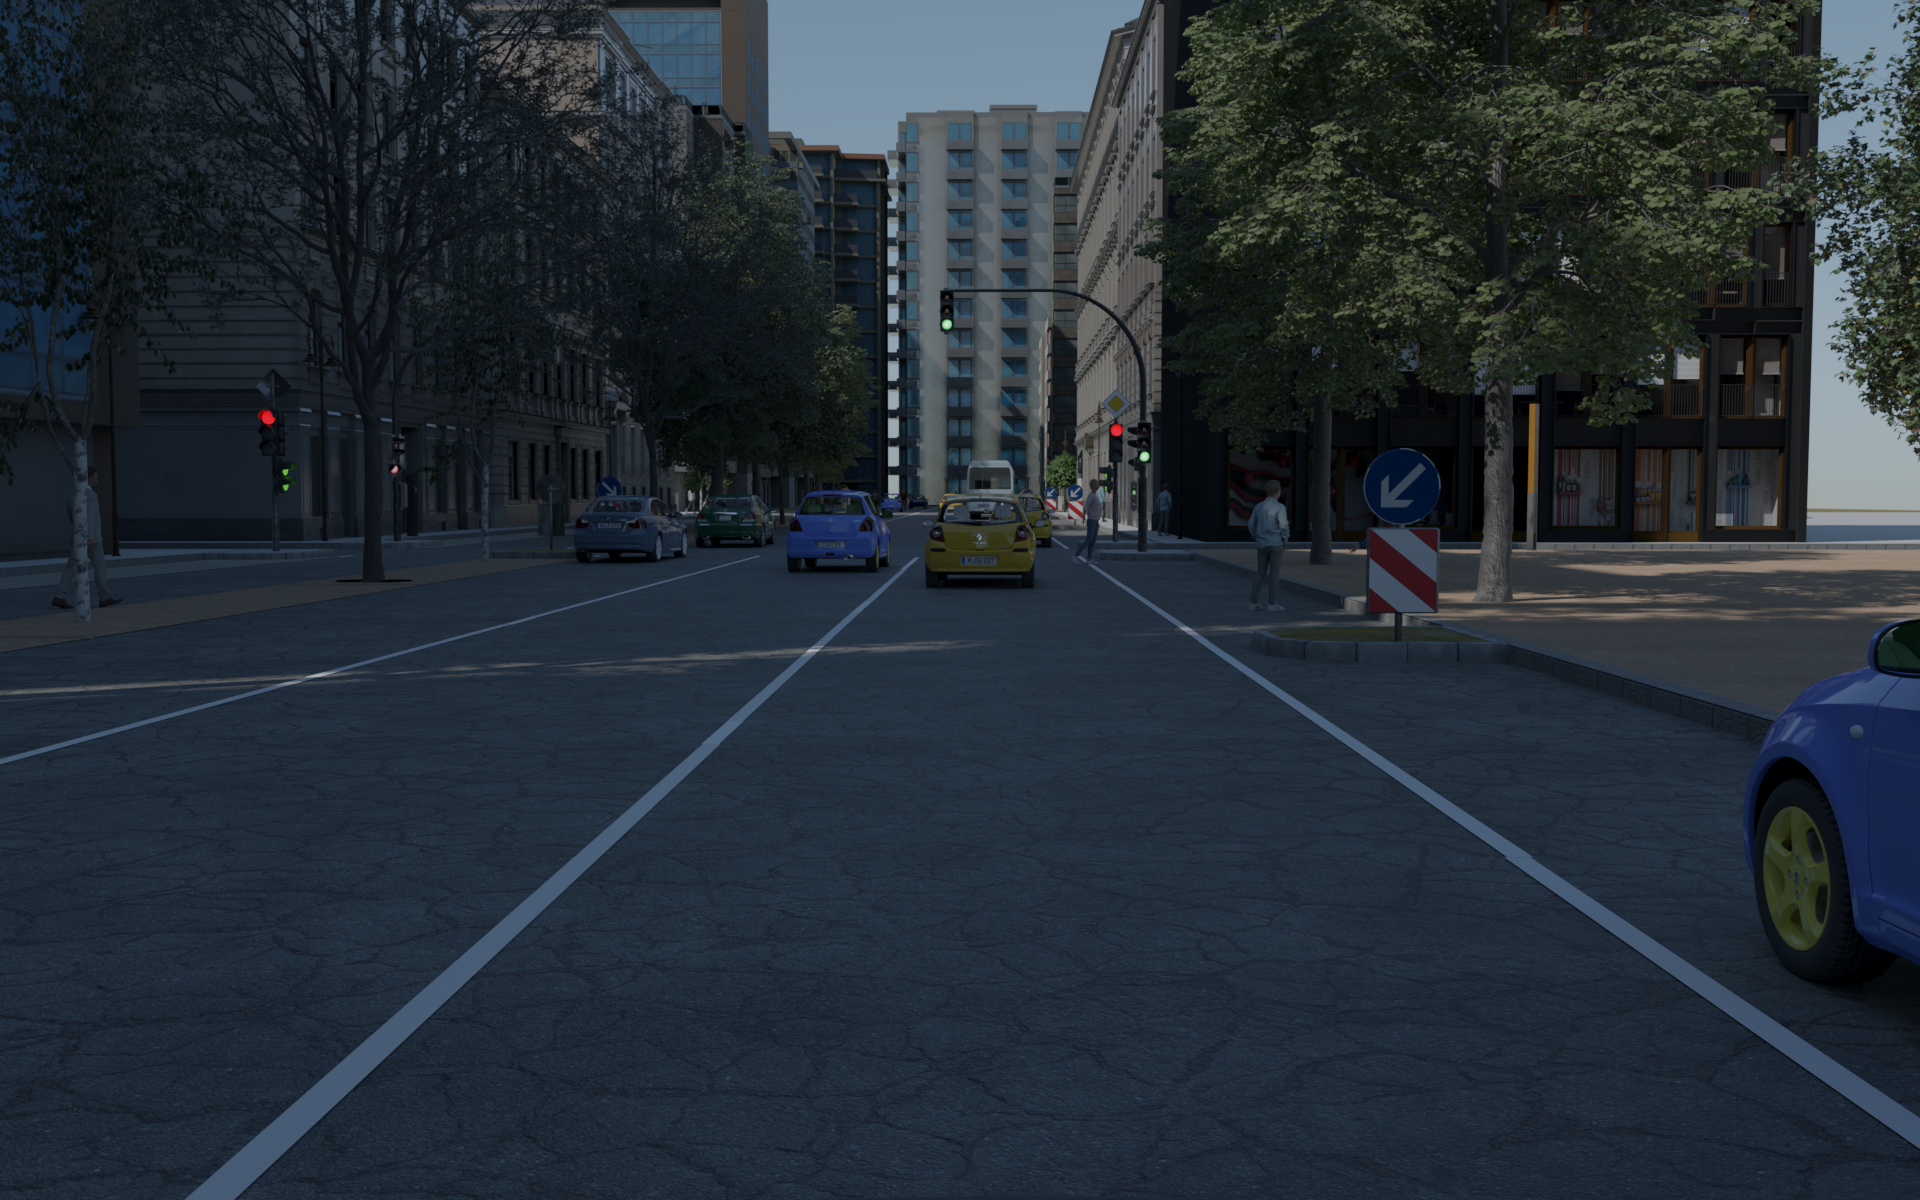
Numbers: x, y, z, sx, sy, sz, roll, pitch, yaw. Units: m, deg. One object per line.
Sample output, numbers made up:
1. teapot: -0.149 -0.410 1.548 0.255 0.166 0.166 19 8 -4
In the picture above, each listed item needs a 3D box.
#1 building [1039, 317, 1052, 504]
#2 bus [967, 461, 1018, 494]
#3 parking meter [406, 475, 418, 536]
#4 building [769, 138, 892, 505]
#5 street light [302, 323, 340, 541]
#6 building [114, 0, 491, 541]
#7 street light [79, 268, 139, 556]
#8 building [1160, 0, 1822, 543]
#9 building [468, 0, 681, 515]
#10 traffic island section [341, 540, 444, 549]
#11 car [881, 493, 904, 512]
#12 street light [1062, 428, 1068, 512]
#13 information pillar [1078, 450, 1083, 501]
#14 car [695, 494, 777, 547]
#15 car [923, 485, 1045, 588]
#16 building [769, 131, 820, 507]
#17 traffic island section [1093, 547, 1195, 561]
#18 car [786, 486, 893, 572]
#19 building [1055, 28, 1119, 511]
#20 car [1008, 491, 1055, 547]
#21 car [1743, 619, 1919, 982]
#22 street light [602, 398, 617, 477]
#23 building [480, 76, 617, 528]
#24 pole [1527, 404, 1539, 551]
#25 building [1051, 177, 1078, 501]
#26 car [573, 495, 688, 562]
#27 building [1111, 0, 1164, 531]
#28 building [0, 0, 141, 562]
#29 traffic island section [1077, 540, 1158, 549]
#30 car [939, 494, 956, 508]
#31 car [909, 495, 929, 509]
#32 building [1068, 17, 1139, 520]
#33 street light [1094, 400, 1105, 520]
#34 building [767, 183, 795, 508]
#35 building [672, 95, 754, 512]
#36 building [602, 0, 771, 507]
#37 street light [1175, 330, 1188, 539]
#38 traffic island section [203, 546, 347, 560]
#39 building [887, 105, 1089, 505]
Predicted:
1. building: 22.610 -20.684 183.225 27.650 21.520 28.899 0 4 1
2. bus: 1.915 -6.550 101.953 2.948 3.499 13.247 0 4 2
3. parking meter: -16.615 -2.862 52.510 0.255 1.863 0.399 0 4 -2
4. building: -23.246 -34.338 216.050 28.867 44.769 22.147 0 4 1
5. street light: -17.297 -4.540 47.009 0.468 5.910 1.993 0 4 1
6. building: -22.374 -12.614 55.387 9.793 20.994 18.267 0 4 1
7. street light: -17.410 -3.839 35.555 0.468 5.910 1.993 0 4 1
8. building: 14.536 -13.553 51.275 15.834 23.373 12.332 0 4 1
9. building: -23.370 -18.818 93.577 13.634 28.700 20.117 0 4 1
10. traffic island section: -15.243 -1.504 46.868 2.009 0.180 2.903 0 4 1
11. car: -5.436 -7.941 139.434 1.945 1.707 3.694 0 4 0
12. street light: 7.373 -9.077 121.201 0.468 5.910 1.993 0 4 1
13. information pillar: 6.367 -6.136 91.682 0.183 3.616 0.504 -1 4 -21
14. car: -6.193 -2.212 47.971 2.131 1.459 4.920 0 3 0
15. car: 0.370 -1.079 27.869 2.015 1.641 3.980 0 4 2
16. building: -27.345 -29.931 181.245 23.993 40.220 32.217 0 4 1
17. traffic island section: 4.071 -0.997 38.576 2.009 0.180 2.903 0 4 1
18. car: -2.276 -1.437 33.094 1.945 1.707 3.694 0 4 2
19. building: 24.125 -27.409 140.010 32.217 40.220 23.993 0 4 1
20. car: 1.648 -2.305 47.906 2.015 1.641 3.980 0 4 1
21. car: 3.278 0.342 4.000 1.945 1.707 3.694 0 4 1
22. street light: -16.786 -6.751 83.159 0.468 5.910 1.993 0 4 1
23. building: -21.755 -12.817 74.179 10.561 19.102 19.286 0 4 1
24. pole: 12.991 -2.778 39.260 0.158 3.312 0.155 0 3 0
25. building: 15.409 -23.762 160.211 14.160 30.474 14.107 0 4 1
26. car: -7.132 -1.570 37.667 2.014 1.417 4.499 0 4 2
27. building: 11.450 -13.400 68.237 9.793 20.994 18.267 0 4 1
28. building: -24.779 -23.183 29.145 14.200 45.320 14.600 0 4 1
29. traffic island section: 4.196 -1.485 46.560 2.009 0.180 2.903 0 4 1
30. car: -0.627 -7.566 133.927 2.015 1.641 3.980 0 4 2
31. car: -4.013 -9.484 167.637 1.945 1.354 3.894 0 4 2
32. building: 15.727 -19.733 99.043 17.030 29.872 44.131 0 4 1
33. street light: 6.848 -6.885 85.359 0.468 5.910 1.993 0 4 1
34. building: -22.838 -23.580 157.234 14.160 30.474 14.107 0 4 1
35. building: -23.221 -21.852 128.982 14.160 30.474 14.107 0 4 1
36. building: -23.460 -30.125 142.662 14.600 45.320 14.200 0 4 1
37. street light: 6.247 -4.663 49.023 0.468 5.910 1.993 0 4 1
38. traffic island section: -15.368 -1.015 38.884 2.009 0.180 2.903 0 4 1
39. building: 6.483 -36.465 215.816 30.456 49.044 23.786 0 4 1
